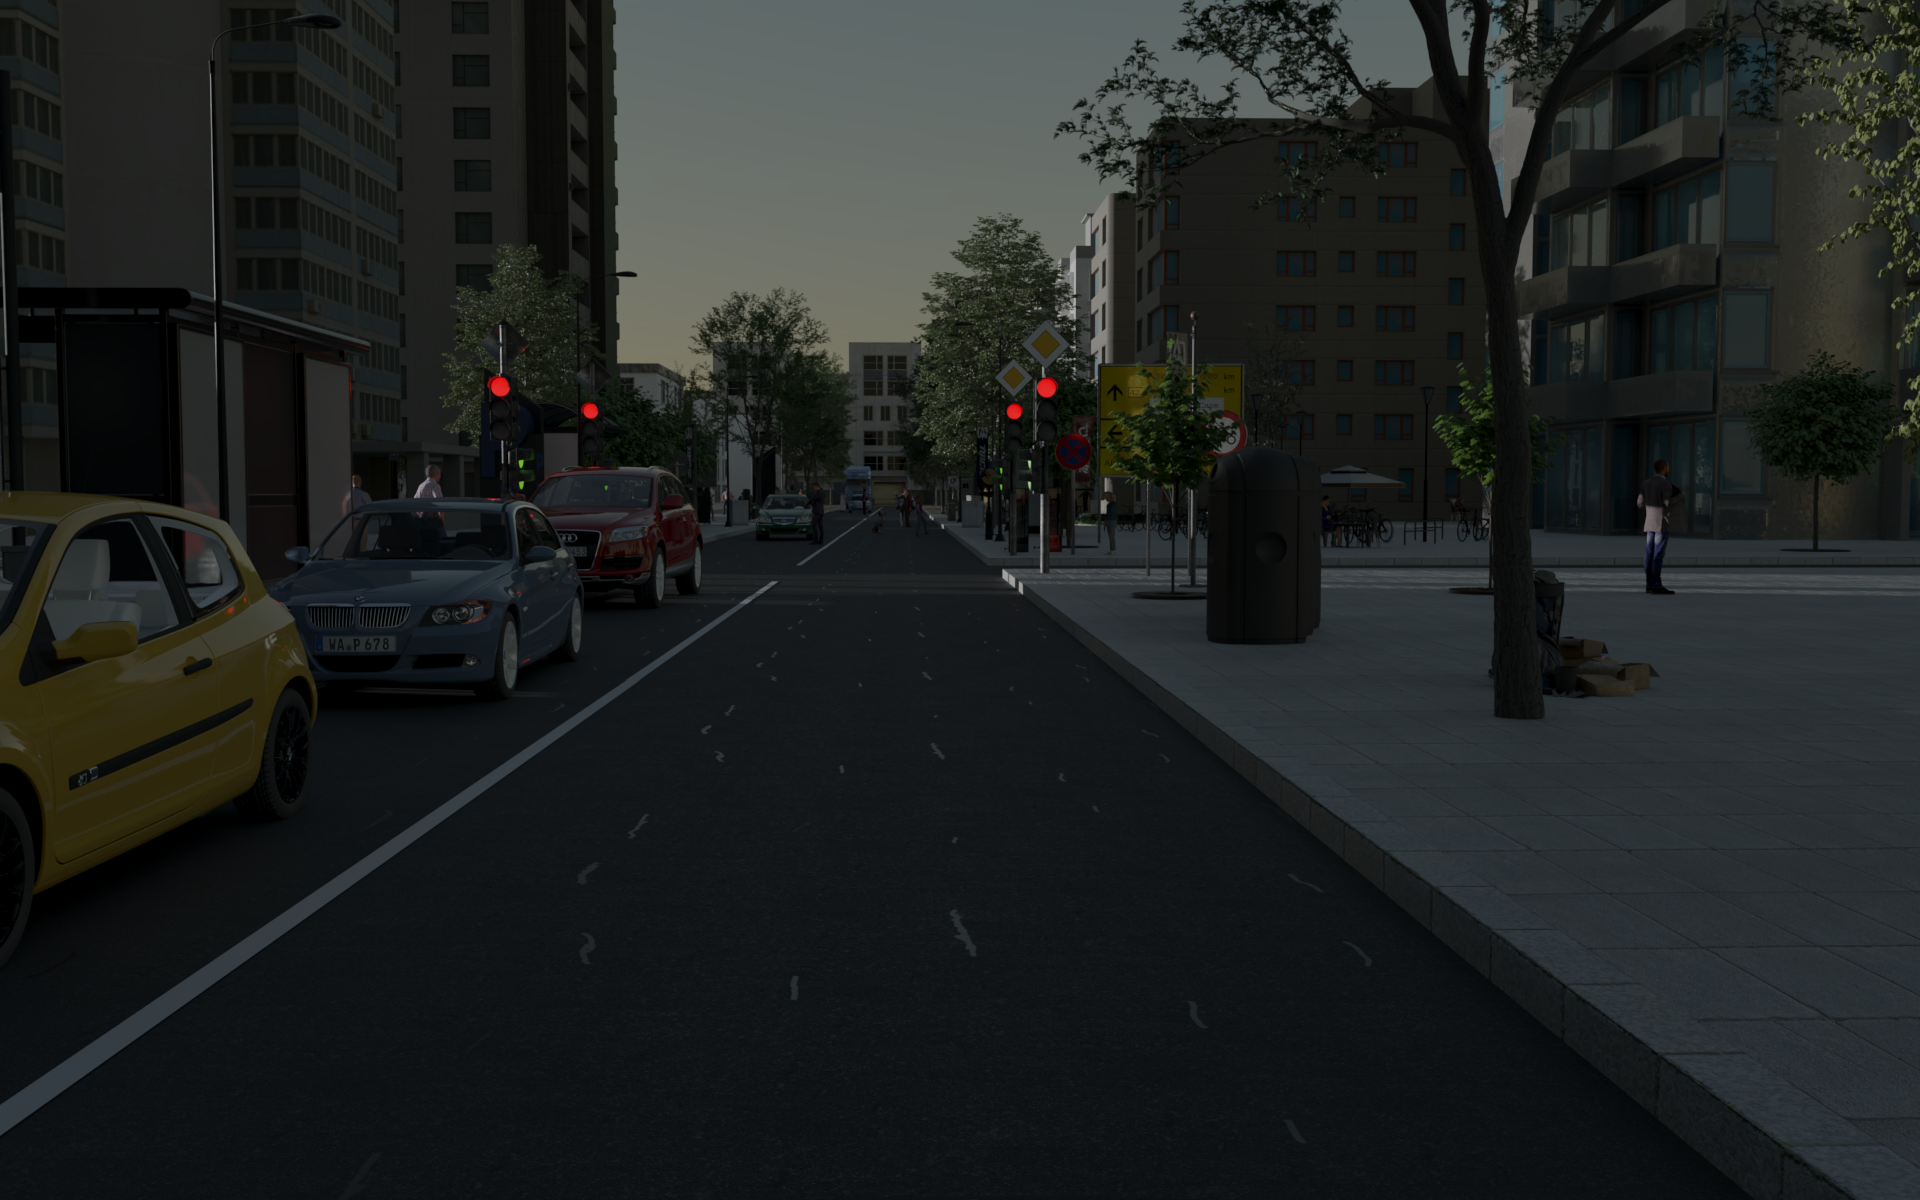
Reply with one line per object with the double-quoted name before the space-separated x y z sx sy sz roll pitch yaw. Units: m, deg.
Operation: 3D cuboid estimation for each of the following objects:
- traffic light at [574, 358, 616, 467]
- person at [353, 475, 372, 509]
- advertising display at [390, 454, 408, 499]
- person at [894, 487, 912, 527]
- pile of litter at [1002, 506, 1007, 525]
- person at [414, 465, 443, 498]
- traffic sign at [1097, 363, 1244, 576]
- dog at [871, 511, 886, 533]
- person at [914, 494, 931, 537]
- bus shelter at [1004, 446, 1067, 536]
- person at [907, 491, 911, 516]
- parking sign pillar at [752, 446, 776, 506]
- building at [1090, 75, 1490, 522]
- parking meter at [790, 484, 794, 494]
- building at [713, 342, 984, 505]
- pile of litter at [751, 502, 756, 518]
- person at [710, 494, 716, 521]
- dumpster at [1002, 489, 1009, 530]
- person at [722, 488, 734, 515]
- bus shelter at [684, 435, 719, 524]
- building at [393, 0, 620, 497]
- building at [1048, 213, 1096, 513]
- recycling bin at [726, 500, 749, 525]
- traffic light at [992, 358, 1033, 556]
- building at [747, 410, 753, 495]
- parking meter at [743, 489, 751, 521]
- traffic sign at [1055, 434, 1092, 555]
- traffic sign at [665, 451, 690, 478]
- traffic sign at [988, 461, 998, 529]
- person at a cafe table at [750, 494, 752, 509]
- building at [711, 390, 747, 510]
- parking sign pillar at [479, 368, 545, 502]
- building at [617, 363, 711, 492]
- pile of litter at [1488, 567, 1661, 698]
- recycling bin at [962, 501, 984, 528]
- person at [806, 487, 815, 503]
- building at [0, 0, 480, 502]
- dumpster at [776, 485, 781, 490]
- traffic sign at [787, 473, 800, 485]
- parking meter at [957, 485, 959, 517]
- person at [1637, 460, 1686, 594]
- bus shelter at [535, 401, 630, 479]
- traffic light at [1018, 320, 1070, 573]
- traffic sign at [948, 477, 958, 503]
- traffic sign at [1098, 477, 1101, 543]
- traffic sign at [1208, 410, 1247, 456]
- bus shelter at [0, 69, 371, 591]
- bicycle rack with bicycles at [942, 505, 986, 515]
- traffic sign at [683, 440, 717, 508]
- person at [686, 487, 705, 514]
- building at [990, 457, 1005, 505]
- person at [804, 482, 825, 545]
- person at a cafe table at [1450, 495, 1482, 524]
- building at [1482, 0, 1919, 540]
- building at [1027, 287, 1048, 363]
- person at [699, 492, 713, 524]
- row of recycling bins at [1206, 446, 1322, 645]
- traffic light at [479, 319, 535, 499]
"traffic light" -7.543 -2.864 35.745 0.839 4.253 0.868 0 4 -2
"person" -9.411 -1.155 26.995 0.516 1.574 0.319 0 4 1
"advertising display" -9.179 -1.416 28.367 0.123 1.923 0.974 -1 4 -9
"person" -2.449 -3.989 74.526 0.742 1.727 0.445 -3 5 -42
"pile of litter" 1.962 -3.623 73.208 1.176 0.858 1.719 0 4 -6
"person" -7.718 -1.131 25.475 0.436 1.711 0.756 -3 5 -40
"traffic sign" 3.271 -2.026 26.999 2.265 3.308 0.079 0 4 1
"dog" -3.028 -2.894 64.151 0.513 0.831 0.800 0 4 -7
"person" -1.215 -2.856 58.427 0.776 1.435 0.726 0 4 2
"bus shelter" 2.481 -3.629 53.256 2.014 3.302 5.546 0 4 -2
"person" -3.311 -6.146 110.688 0.444 1.614 0.593 1 4 22
"parking sign pillar" -10.922 -6.614 96.607 1.447 3.967 1.447 0 4 -1
"building" 22.537 -15.267 94.661 27.650 21.520 28.899 0 4 -2
"parking meter" -10.130 -6.036 104.392 0.255 1.863 0.399 0 4 -6
"building" -13.191 -21.011 209.993 31.486 18.905 16.747 0 4 -2
"pile of litter" -10.488 -4.643 89.885 1.719 0.858 1.176 -1 4 -14
"person" -11.918 -4.460 82.874 0.340 1.345 0.435 3 5 40
"dumpster" 2.195 -3.517 60.004 1.502 2.255 1.985 0 4 -2
"person" -14.333 -6.100 106.716 0.756 1.711 0.436 1 4 14
"bus shelter" -11.025 -4.851 70.592 1.731 3.624 6.357 0 4 -2
"building" -26.170 -19.548 91.316 14.160 30.474 14.107 0 4 -2
"building" 14.918 -16.289 122.743 16.016 20.091 11.380 0 4 -2
"recycling bin" -9.204 -3.613 71.621 0.722 1.027 0.722 -2 4 -29
"traffic light" 1.093 -2.883 36.052 0.839 4.253 0.868 0 4 -2
"building" -34.886 -14.179 173.971 28.070 9.664 9.099 0 4 -2
"parking meter" -10.317 -4.607 83.736 0.372 1.533 0.369 0 3 0
"traffic sign" 2.391 -2.229 36.552 0.768 2.556 0.104 0 4 6
"traffic sign" -8.389 -3.139 51.428 0.768 2.556 0.104 0 4 7
"traffic sign" 1.285 -3.937 64.469 0.768 2.556 0.104 0 4 4
"person at a cafe table" -13.700 -6.216 110.149 1.622 1.524 1.698 3 4 38
"building" -24.993 -12.957 153.996 9.099 9.664 28.070 0 4 -2
"parking sign pillar" -9.507 -2.952 36.743 1.447 3.967 1.447 1 4 12
"building" -24.321 -11.186 125.038 9.099 9.664 28.070 0 4 -2
"pile of litter" 4.114 0.139 11.700 1.176 0.858 1.719 2 4 31
"recycling bin" 0.491 -3.295 66.432 0.722 1.027 0.722 1 4 11
"person" -8.186 -5.287 95.074 0.598 1.807 0.434 0 4 -7
"building" -34.046 -22.580 61.060 32.217 40.220 23.993 0 4 -2
"dumpster" -11.166 -5.894 102.121 1.264 1.857 1.865 0 4 -2
"traffic sign" -10.195 -6.485 106.030 0.884 2.594 0.081 0 4 3
"parking meter" 0.077 -5.700 98.905 0.399 1.863 0.255 2 4 31
"person" 9.026 -0.941 22.249 0.431 1.722 0.655 -1 4 -9
"bus shelter" -9.169 -2.858 40.660 2.014 3.302 5.546 0 4 -2
"traffic light" 1.362 -2.395 28.071 0.839 4.253 0.868 0 4 -2
"traffic sign" -0.393 -5.956 99.504 0.606 2.300 0.079 0 4 8
"traffic sign" 3.630 -2.752 45.099 0.768 2.556 0.104 0 4 1
"traffic sign" 3.960 -1.600 26.271 0.768 2.556 0.104 0 4 2
"bus shelter" -8.911 -2.534 19.062 2.179 5.291 8.768 0 4 -2
"bicycle rack with bicycles" 0.159 -5.560 104.281 2.925 0.926 2.852 -1 4 -13
"traffic sign" -10.069 -4.267 63.646 2.265 3.308 0.079 0 4 1
"person" -10.116 -3.632 66.231 0.742 1.727 0.445 -2 4 -23
"building" 17.300 -16.283 208.381 28.070 9.664 9.099 0 4 -2
"person" -4.144 -2.463 49.215 0.568 1.767 0.683 0 4 7
"person at a cafe table" 21.928 -3.900 74.628 1.698 1.238 1.726 -3 4 -36
"building" 33.451 -26.732 56.685 30.456 49.044 23.786 0 4 -2
"building" 13.480 -18.742 162.856 16.016 20.091 11.380 0 4 -2
"person" -11.156 -4.040 75.280 0.799 1.438 0.628 -1 4 -19
"row of recycling bins" 2.913 -0.567 16.376 1.069 1.692 3.534 1 4 12
"traffic light" -7.273 -2.376 27.765 0.839 4.253 0.868 0 4 -2
